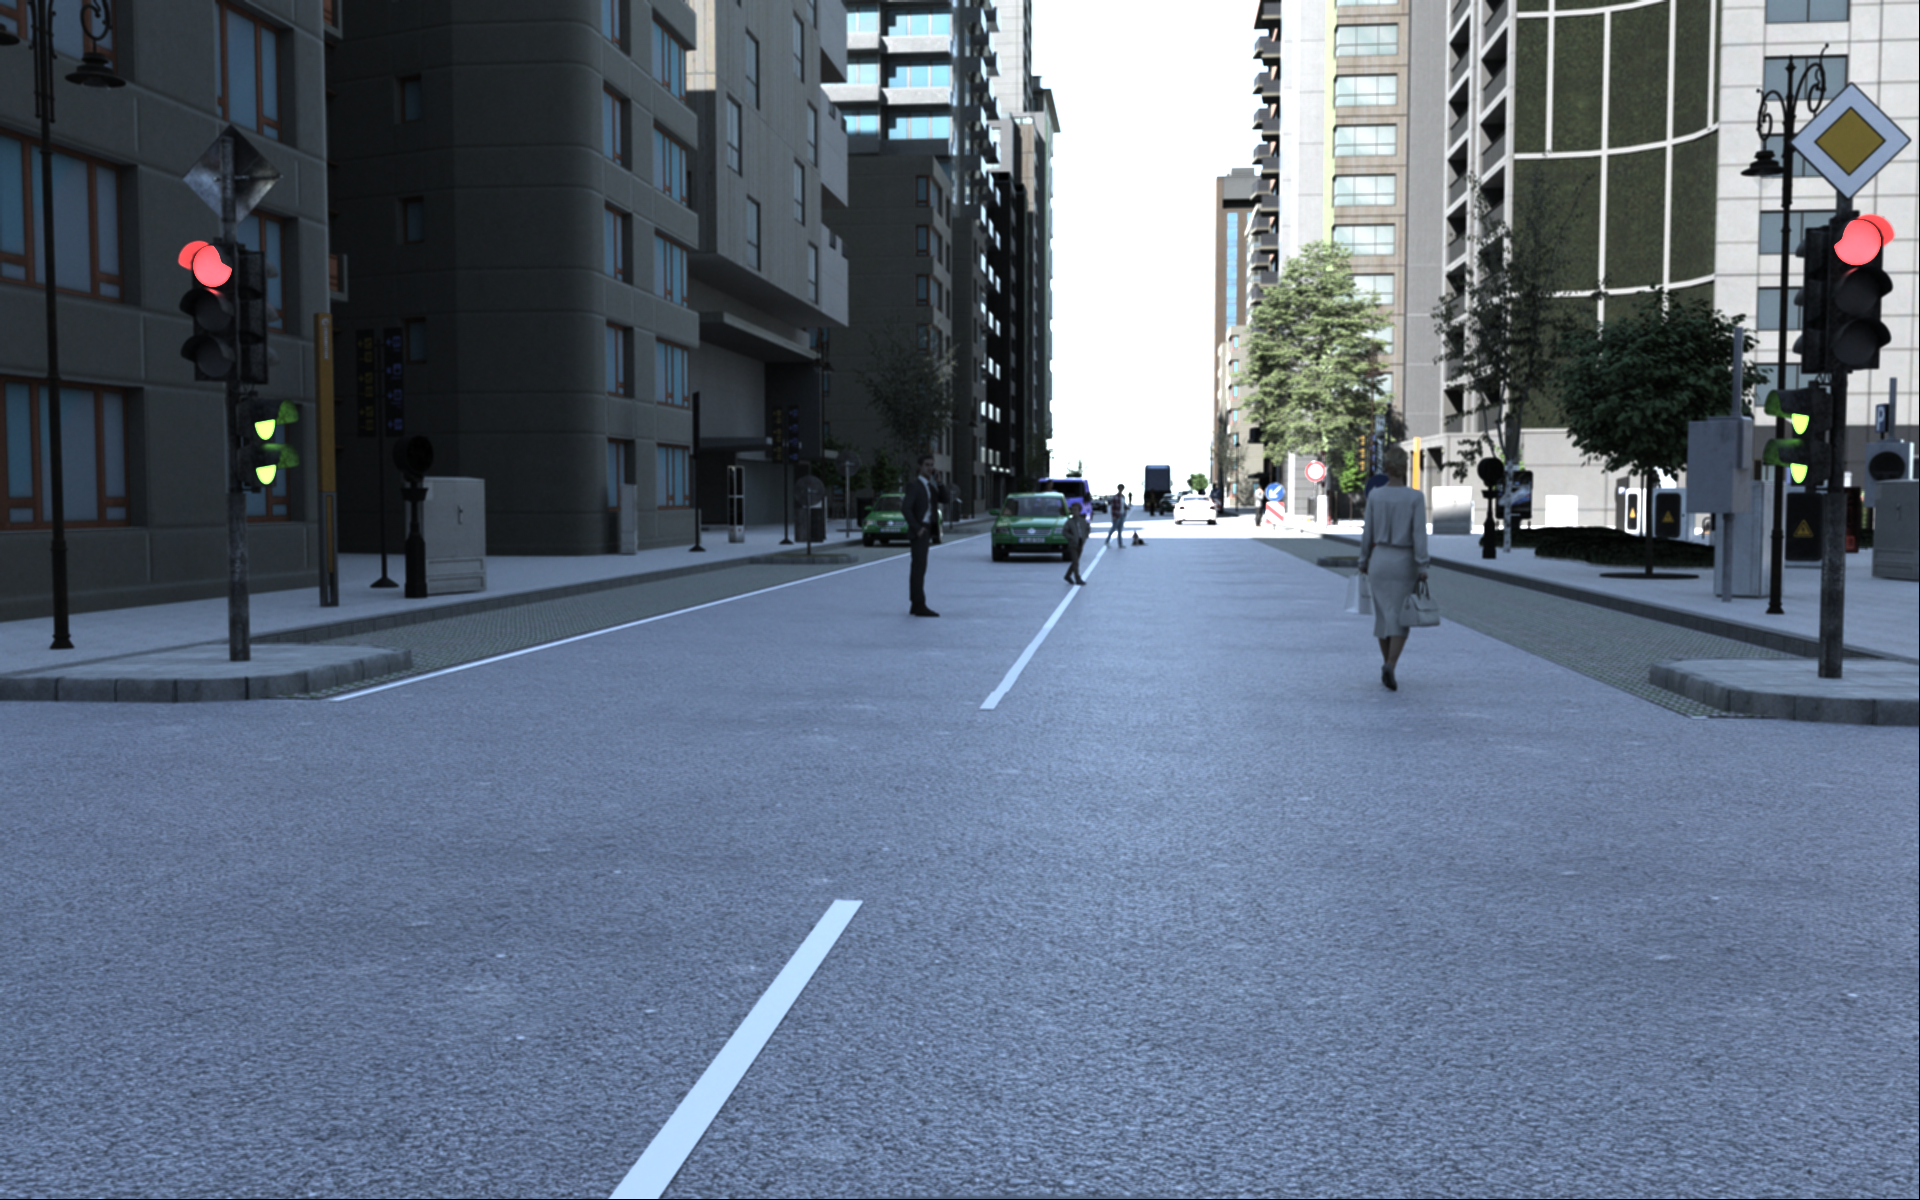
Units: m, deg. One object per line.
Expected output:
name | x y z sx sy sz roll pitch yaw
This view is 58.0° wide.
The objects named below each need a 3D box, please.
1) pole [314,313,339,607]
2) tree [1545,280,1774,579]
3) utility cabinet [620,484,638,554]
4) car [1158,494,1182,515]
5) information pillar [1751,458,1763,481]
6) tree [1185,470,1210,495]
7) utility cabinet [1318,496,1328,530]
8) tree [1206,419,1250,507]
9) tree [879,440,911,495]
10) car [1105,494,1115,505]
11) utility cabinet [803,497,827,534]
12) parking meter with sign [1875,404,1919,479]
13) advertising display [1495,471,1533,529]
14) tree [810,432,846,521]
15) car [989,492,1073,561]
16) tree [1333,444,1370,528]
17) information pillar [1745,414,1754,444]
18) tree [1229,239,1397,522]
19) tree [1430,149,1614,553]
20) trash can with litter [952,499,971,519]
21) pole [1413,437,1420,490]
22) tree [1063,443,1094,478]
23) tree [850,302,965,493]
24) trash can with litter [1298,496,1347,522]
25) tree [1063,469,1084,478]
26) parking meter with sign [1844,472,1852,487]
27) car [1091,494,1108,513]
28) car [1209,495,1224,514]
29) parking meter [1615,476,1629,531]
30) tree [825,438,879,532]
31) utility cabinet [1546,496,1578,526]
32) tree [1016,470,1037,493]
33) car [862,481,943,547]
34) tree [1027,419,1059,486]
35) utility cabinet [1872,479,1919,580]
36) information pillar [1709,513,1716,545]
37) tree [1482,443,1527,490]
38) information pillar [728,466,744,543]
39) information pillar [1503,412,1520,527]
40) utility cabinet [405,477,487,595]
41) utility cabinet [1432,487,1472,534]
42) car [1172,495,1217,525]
pole | -7.198 -1.579 19.665 0.158 3.312 0.155 0 3 0
tree | 10.750 -2.629 26.705 4.285 4.588 4.351 0 3 0
utility cabinet | -7.056 -1.732 36.999 0.318 1.500 1.173 0 4 -8
car | 14.606 -6.536 118.666 2.131 1.459 4.920 0 4 8
information pillar | 16.373 -1.919 35.874 0.304 2.012 0.304 -2 4 -29
tree | 31.099 -14.844 226.407 4.285 4.588 4.351 0 3 0
utility cabinet | 13.151 -3.158 62.787 0.306 1.237 1.020 1 4 17
tree | 26.375 -13.461 170.450 4.360 8.622 3.978 0 3 0
tree | -2.725 -4.134 62.196 1.663 3.219 1.824 0 3 0
car | 17.931 -12.073 207.187 2.009 1.686 4.222 0 4 7
utility cabinet | -4.658 -2.718 55.603 0.306 1.237 1.020 2 4 27
parking meter with sign | 18.698 -2.277 33.495 1.738 3.016 0.543 1 4 9
advertising display | 15.318 -2.611 47.900 0.974 1.923 0.123 2 4 28
tree | -6.790 -6.021 82.155 4.285 4.588 4.351 0 3 0
car | 1.661 -1.803 38.277 1.959 1.807 4.718 0 4 4
tree | 14.995 -4.392 66.404 1.663 3.219 1.824 0 3 0
information pillar | 19.739 -3.189 43.496 0.183 3.616 0.504 0 4 -4
tree | 15.881 -9.776 77.969 7.486 12.596 7.792 0 3 0
tree | 12.119 -5.361 38.020 4.360 8.622 3.978 0 3 0
trash can with litter | 0.038 -4.705 88.309 1.055 1.170 0.624 1 4 22
pole | 16.458 -4.198 62.477 0.158 3.312 0.155 0 3 0
tree | 16.862 -18.114 246.520 4.360 8.622 3.978 0 3 0
tree | -2.114 -7.151 67.287 4.360 8.622 3.978 0 3 0
trash can with litter | 16.644 -4.189 79.547 2.233 1.210 1.678 1 4 9
tree | 14.870 -14.881 227.010 4.285 4.588 4.351 0 3 0
parking meter with sign | 30.147 -3.858 59.344 1.738 3.016 0.543 1 4 20
car | 10.296 -7.450 131.591 2.009 1.686 4.222 0 4 7
car | 17.793 -6.751 122.961 1.945 1.354 3.894 0 4 6
parking meter | 21.671 -3.119 56.704 0.399 1.863 0.255 2 4 33
tree | -3.891 -3.977 59.619 1.663 3.219 1.824 0 3 0
utility cabinet | 20.049 -2.847 57.712 0.306 1.237 1.020 -2 4 -34
tree | 5.196 -8.673 136.409 1.663 3.219 1.824 0 3 0
car | -1.577 -2.417 48.314 1.959 1.807 4.718 0 4 7
tree | 7.361 -13.128 165.012 4.737 8.622 4.395 0 3 0
utility cabinet | 14.114 -1.053 25.904 0.318 1.500 1.173 0 4 -1
information pillar | 17.071 -2.105 38.910 0.304 2.012 0.304 -3 5 -42
tree | 17.940 -3.767 56.196 1.663 3.219 1.824 0 3 0
information pillar | -5.888 -2.512 45.558 0.304 2.012 0.304 -3 5 -44
information pillar | 15.706 -3.546 49.332 0.183 3.616 0.504 -2 4 -31
utility cabinet | -6.581 -0.829 22.231 0.318 1.500 1.173 2 4 24
utility cabinet | 15.489 -2.804 54.523 1.173 1.500 0.318 1 4 21
car | 10.946 -4.178 80.676 2.083 1.381 4.827 0 4 5
